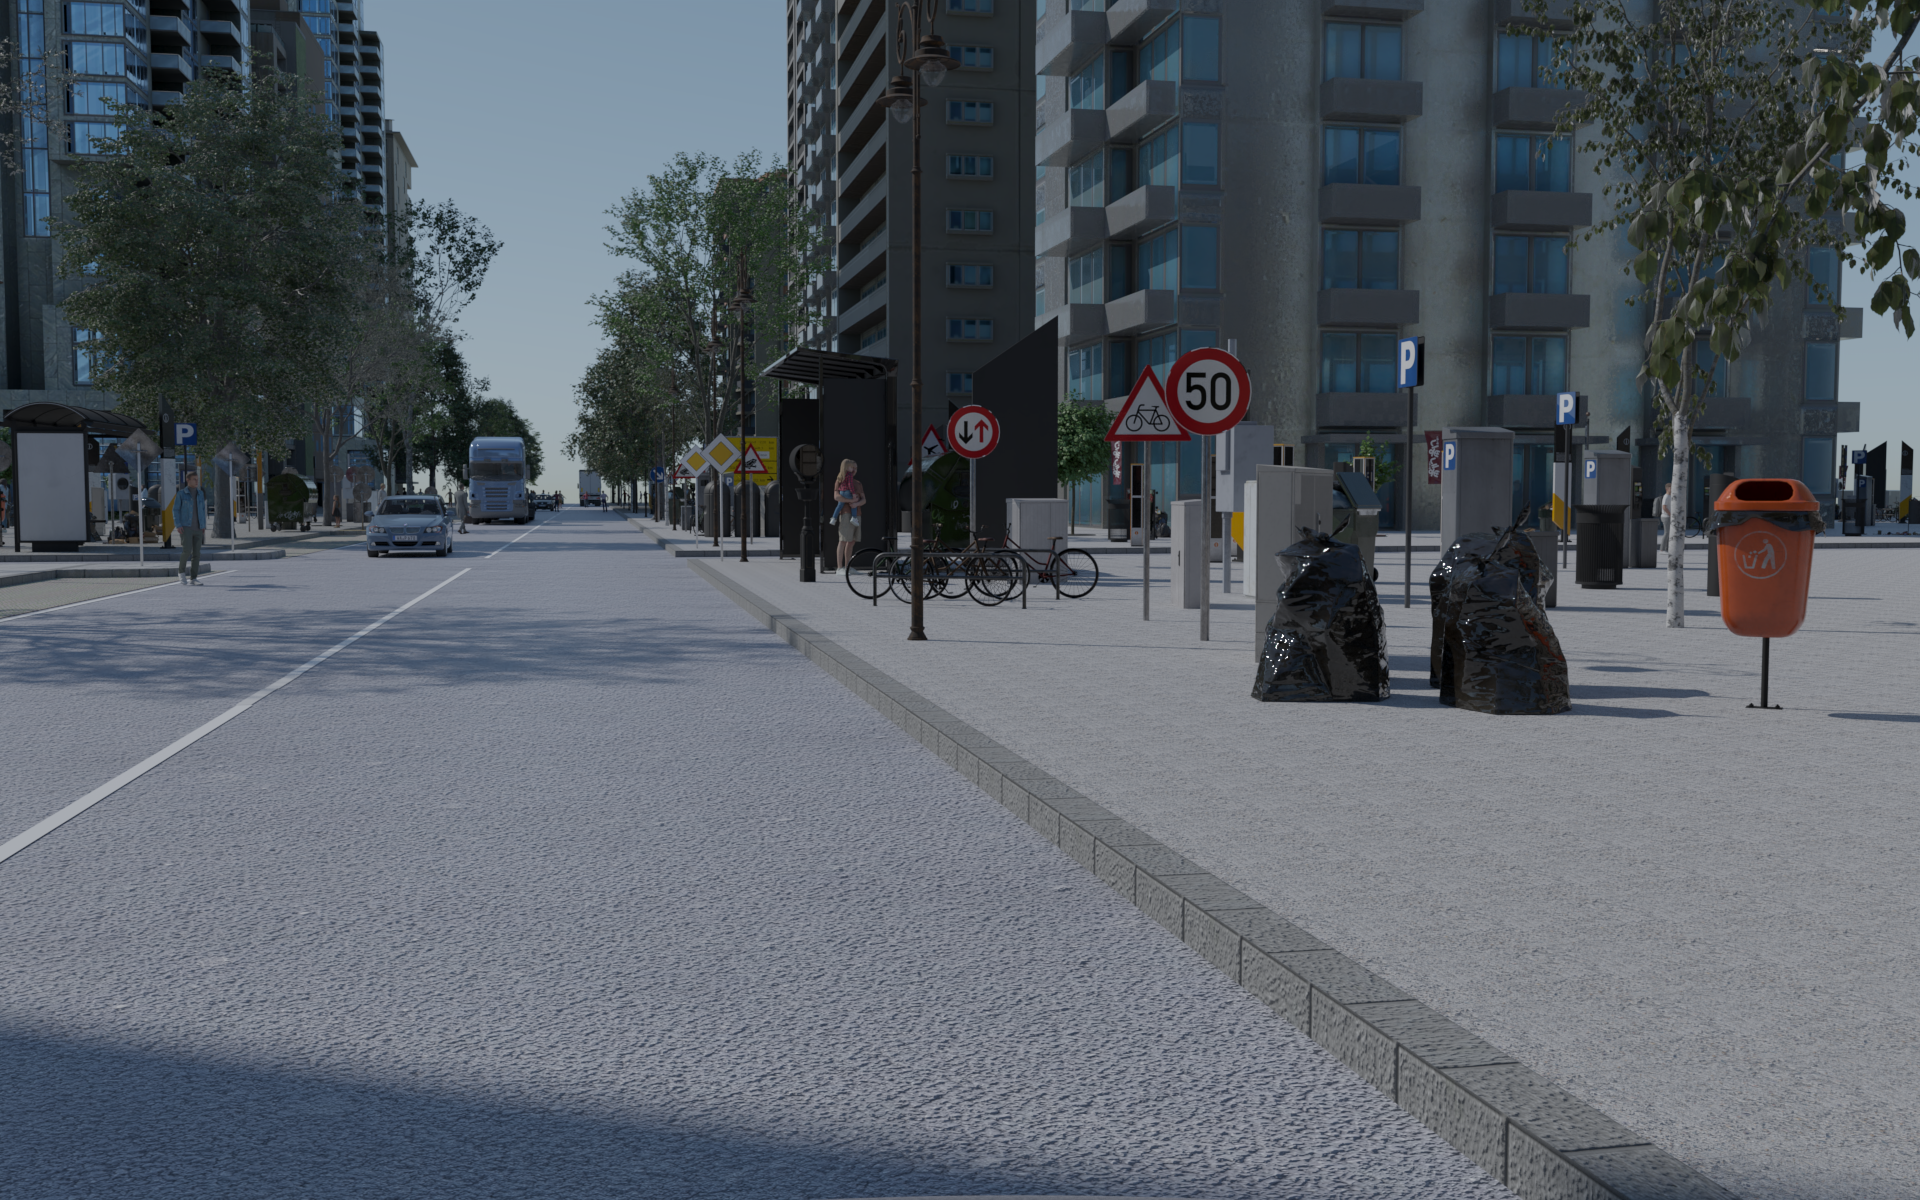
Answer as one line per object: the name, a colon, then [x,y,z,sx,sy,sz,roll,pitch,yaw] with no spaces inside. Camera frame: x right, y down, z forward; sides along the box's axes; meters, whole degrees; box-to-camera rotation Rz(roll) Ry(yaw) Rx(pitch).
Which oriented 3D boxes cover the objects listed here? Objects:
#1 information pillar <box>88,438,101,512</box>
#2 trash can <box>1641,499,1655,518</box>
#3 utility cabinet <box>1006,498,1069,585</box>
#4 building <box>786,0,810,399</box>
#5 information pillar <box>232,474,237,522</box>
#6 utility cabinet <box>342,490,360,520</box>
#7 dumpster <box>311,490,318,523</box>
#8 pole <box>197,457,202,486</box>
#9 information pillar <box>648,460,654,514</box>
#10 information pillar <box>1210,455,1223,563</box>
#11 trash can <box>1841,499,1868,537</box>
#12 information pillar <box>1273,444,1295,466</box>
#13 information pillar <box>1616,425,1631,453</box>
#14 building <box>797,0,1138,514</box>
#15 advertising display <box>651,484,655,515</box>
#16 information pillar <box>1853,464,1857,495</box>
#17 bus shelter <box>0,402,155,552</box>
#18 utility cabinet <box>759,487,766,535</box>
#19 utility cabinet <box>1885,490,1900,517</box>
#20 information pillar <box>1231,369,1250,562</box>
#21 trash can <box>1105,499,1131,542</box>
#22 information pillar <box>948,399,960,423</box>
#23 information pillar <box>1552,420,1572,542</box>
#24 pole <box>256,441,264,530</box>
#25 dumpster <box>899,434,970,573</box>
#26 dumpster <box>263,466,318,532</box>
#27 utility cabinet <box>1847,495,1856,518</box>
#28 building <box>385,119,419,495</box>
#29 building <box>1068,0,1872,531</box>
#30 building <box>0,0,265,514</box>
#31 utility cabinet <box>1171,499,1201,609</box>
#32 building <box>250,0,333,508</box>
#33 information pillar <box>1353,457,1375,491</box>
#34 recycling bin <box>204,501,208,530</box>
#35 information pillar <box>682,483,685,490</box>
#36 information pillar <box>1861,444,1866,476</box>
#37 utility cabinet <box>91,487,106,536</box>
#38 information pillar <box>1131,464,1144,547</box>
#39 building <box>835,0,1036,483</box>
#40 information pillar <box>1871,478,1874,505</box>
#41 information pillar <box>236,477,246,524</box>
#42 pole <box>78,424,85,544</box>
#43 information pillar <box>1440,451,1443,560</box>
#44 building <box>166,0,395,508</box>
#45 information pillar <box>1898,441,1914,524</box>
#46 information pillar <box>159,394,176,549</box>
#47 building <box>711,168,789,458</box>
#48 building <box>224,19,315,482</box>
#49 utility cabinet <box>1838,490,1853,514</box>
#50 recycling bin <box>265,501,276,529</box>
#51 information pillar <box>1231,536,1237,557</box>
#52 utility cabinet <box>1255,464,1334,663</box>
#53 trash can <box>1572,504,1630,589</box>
information pillar: [-32.459,-4.495,64.844,0.504,3.616,0.183,-1,4,-13]
trash can: [21.982,-2.693,55.689,0.748,1.137,0.748,0,3,0]
utility cabinet: [1.124,-0.843,24.946,1.020,1.237,0.306,-3,5,-44]
building: [-7.718,-44.683,168.817,20.563,71.187,20.611,-1,4,-12]
information pillar: [-33.463,-5.392,79.519,0.504,3.616,0.183,-1,4,-22]
utility cabinet: [-30.462,-4.735,86.098,1.173,1.500,0.318,-1,4,-9]
dumpster: [-29.639,-4.408,77.829,1.264,1.857,1.865,-1,4,-12]
pole: [-37.196,-5.558,84.718,0.158,3.312,0.155,0,3,0]
information pillar: [-19.529,-7.219,109.388,0.183,3.616,0.504,1,4,16]
information pillar: [4.735,-1.705,32.369,0.304,2.012,0.304,-1,4,-16]
trash can: [27.082,-2.497,52.481,0.748,1.137,0.748,0,3,0]
information pillar: [4.725,-1.291,25.606,0.304,2.012,0.304,3,5,42]
information pillar: [22.626,-4.144,59.113,0.504,3.616,0.183,-1,4,-14]
building: [-1.514,-32.091,144.293,23.786,49.044,30.456,-1,4,-12]
advertising display: [-18.835,-6.244,107.305,0.123,1.923,0.974,1,4,18]
information pillar: [48.446,-6.241,93.397,0.504,3.616,0.183,1,4,15]
bus shelter: [-20.615,-2.859,40.666,2.014,3.302,5.546,-1,4,-12]
utility cabinet: [-6.099,-2.717,53.101,1.173,1.500,0.318,3,4,37]
utility cabinet: [50.661,-5.220,94.019,1.173,1.500,0.318,-2,4,-28]
information pillar: [5.273,-2.528,32.688,0.183,3.616,0.504,-3,4,-38]
trash can: [4.248,-2.112,46.185,0.748,1.137,0.748,0,3,0]
information pillar: [-0.063,-3.145,42.782,0.504,3.616,0.183,1,4,10]
information pillar: [15.974,-3.335,45.887,0.504,3.616,0.183,-1,4,-10]
pole: [-25.124,-4.178,62.153,0.158,3.312,0.155,0,3,0]
dumpster: [-0.118,-1.621,29.004,1.502,2.255,1.985,-1,4,-12]
dumpster: [-22.865,-3.466,59.157,1.502,2.255,1.985,-1,4,-12]
utility cabinet: [47.150,-4.891,91.134,0.306,1.237,1.020,-1,4,-11]
building: [-92.057,-40.068,244.353,28.713,52.752,27.495,-1,4,-12]
building: [17.894,-27.518,69.527,30.456,49.044,23.786,-1,4,-12]
building: [-61.403,-49.369,119.853,22.319,86.520,31.000,-1,4,-12]
utility cabinet: [2.619,-0.530,19.834,0.306,1.237,1.020,0,4,-1]
building: [-65.826,-31.055,157.862,14.600,45.320,14.200,-1,4,-12]
information pillar: [8.019,-1.831,34.428,0.304,2.012,0.304,-2,4,-35]
recycling bin: [-27.713,-3.073,62.800,0.722,1.027,0.722,-1,4,-20]
information pillar: [-18.069,-6.677,113.660,0.304,2.012,0.304,-2,4,-33]
information pillar: [42.009,-5.456,80.554,0.183,3.616,0.504,3,5,39]
utility cabinet: [-26.463,-2.724,53.220,0.318,1.500,1.173,-1,4,-23]
information pillar: [4.350,-2.309,42.236,0.304,2.012,0.304,1,4,22]
building: [4.294,-29.618,107.954,21.300,48.544,21.600,-1,4,-12]
information pillar: [42.838,-4.720,81.659,0.304,2.012,0.304,-1,4,-19]
information pillar: [-31.190,-4.320,75.131,0.304,2.012,0.304,-3,5,-43]
pole: [-22.621,-3.094,44.428,0.158,3.312,0.155,0,3,0]
information pillar: [8.363,-1.522,29.382,0.304,2.012,0.304,0,4,-8]
building: [-82.451,-55.220,215.514,22.319,86.520,31.000,-1,4,-12]
information pillar: [41.105,-5.132,75.255,0.504,3.616,0.183,1,4,15]
information pillar: [-18.604,-3.016,40.673,0.183,3.616,0.504,0,4,8]
building: [-22.433,-35.633,237.230,22.147,44.769,28.867,-1,4,-12]
building: [-62.560,-28.175,144.248,14.154,41.232,14.086,-1,4,-12]
utility cabinet: [49.853,-5.407,97.084,1.173,1.500,0.318,0,4,-3]
recycling bin: [-25.220,-3.145,63.981,0.722,1.027,0.722,-1,4,-10]
information pillar: [5.674,-1.882,35.259,0.304,2.012,0.304,3,4,38]
utility cabinet: [2.602,-0.287,13.377,0.318,1.500,1.173,2,4,26]
trash can: [8.679,-0.724,23.495,0.748,1.137,0.748,0,3,0]
